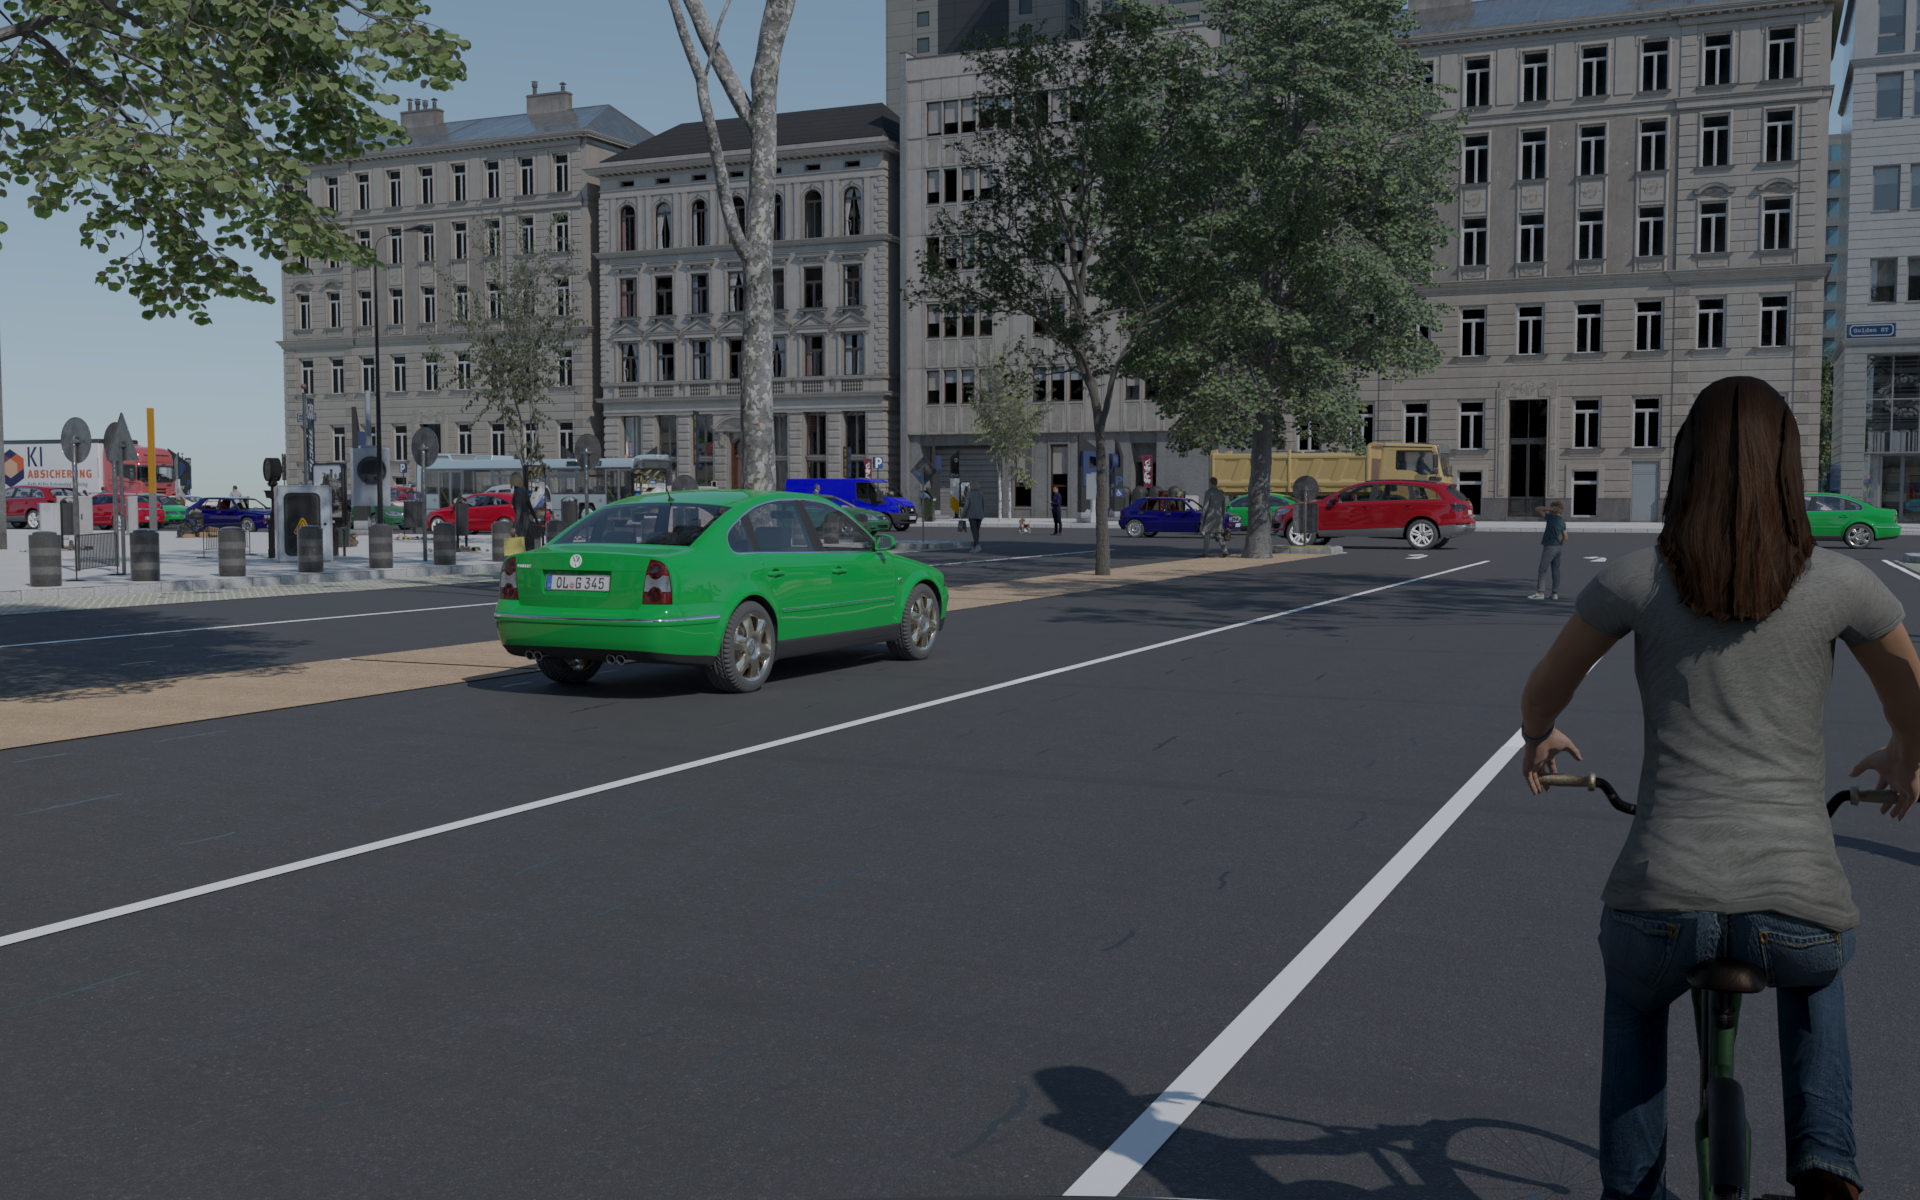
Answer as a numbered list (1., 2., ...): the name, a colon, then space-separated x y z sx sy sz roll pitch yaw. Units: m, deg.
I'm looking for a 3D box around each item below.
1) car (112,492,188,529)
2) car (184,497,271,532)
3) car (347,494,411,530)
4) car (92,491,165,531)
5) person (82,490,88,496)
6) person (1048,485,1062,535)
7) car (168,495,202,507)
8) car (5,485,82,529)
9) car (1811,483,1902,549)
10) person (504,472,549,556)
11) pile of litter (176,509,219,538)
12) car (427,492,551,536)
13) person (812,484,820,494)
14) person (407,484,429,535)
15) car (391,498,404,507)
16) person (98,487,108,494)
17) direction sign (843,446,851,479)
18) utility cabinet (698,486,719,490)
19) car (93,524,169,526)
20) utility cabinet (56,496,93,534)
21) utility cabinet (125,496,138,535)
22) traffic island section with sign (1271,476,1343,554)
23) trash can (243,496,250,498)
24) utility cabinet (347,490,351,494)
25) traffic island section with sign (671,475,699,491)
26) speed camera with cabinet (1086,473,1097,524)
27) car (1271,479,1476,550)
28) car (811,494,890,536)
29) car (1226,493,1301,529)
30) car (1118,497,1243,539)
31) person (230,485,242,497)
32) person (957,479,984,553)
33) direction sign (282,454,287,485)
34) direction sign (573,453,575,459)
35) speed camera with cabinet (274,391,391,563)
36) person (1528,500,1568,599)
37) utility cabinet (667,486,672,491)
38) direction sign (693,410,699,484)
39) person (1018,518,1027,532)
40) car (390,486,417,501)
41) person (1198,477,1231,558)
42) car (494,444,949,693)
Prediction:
1. car: -34.079 -3.919 72.871 4.718 1.807 1.959 2 4 26
2. car: -26.009 -3.056 62.541 3.894 1.354 1.945 1 4 23
3. car: -24.028 -3.543 69.733 4.920 1.459 2.131 1 4 23
4. car: -33.404 -3.617 68.174 4.494 1.783 2.155 2 4 25
5. person: -44.105 -4.727 87.261 0.593 1.643 0.415 2 4 27
6. person: 3.287 -3.114 60.122 0.504 1.737 0.576 -2 4 -30
7. car: -37.766 -4.357 83.594 4.827 1.381 2.083 1 4 23
8. car: -38.478 -3.844 71.530 5.304 1.827 2.281 1 4 23
9. car: 22.489 -2.293 46.288 4.718 1.807 1.959 2 4 25
10. person: -7.084 -1.244 29.059 0.699 1.804 1.509 3 4 37
11. pile of litter: -22.385 -2.277 51.201 1.719 0.858 1.176 -3 5 -44
12. car: -15.865 -2.994 57.995 4.494 1.783 2.155 2 4 24
13. person: -5.359 -3.456 65.184 0.419 1.800 0.721 -2 4 -31
14. person: -18.596 -3.088 59.439 0.683 1.767 0.568 -2 4 -33
15. car: -27.905 -4.217 81.307 4.827 1.381 2.083 2 4 25
16. person: -42.522 -4.736 86.115 0.419 1.800 0.721 3 4 38
17. direction sign: -5.388 -5.546 82.674 0.379 3.537 0.876 1 4 20
18. utility cabinet: -7.377 -2.487 49.348 0.318 1.500 1.173 2 4 35
19. car: -37.270 -3.996 77.910 3.894 1.354 1.945 1 4 23
20. utility cabinet: -28.517 -2.730 55.791 1.020 1.237 0.306 -2 4 -31
21. utility cabinet: -25.983 -2.640 54.326 0.306 1.237 1.020 -2 4 -29
22. traffic island section with sign: 8.254 -2.079 42.128 2.006 1.907 1.989 2 4 24
23. trash can: -45.595 -6.032 110.272 0.748 1.137 0.748 0 3 0
24. utility cabinet: -32.923 -5.260 94.688 1.173 1.500 0.318 2 4 24
25. traffic island section with sign: -5.828 -1.590 34.631 1.989 1.847 2.006 2 4 24
26. speed camera with cabinet: 5.928 -4.950 75.264 0.660 3.252 2.038 1 4 15
27. car: 10.892 -2.274 45.851 5.304 1.827 2.281 2 4 25
28. car: -4.764 -2.914 59.447 4.920 1.459 2.131 1 4 22
29. car: 10.363 -3.186 60.888 4.718 1.807 1.959 2 4 25
30. car: 7.247 -2.710 56.885 3.894 1.354 1.945 2 4 24
31. person: -33.898 -4.452 81.132 0.795 1.843 0.661 3 5 43
32. person: 0.298 -2.044 42.101 0.709 1.800 0.728 -2 4 -26
33. direction sign: -38.029 -6.453 97.499 0.379 3.537 0.876 0 4 -8
34. direction sign: -21.147 -6.269 94.500 0.379 3.537 0.876 2 4 24
35. speed camera with cabinet: -11.866 -2.348 32.733 2.038 3.252 0.660 -2 4 -25
36. person: 8.023 -0.686 23.626 0.435 1.345 0.340 -2 4 -33
37. utility cabinet: -7.597 -2.228 45.110 0.318 1.500 1.173 -1 4 -16
38. direction sign: -7.187 -3.378 47.234 0.379 3.537 0.876 0 3 0
39. person: 2.400 -2.848 65.546 0.357 0.543 0.381 1 4 16
40. car: -27.257 -4.673 85.069 5.304 1.827 2.281 2 4 25
41. person: 5.660 -1.842 38.718 0.694 1.812 0.767 -2 4 -32
42. car: -1.691 -0.320 14.034 1.959 1.807 4.718 2 4 26
